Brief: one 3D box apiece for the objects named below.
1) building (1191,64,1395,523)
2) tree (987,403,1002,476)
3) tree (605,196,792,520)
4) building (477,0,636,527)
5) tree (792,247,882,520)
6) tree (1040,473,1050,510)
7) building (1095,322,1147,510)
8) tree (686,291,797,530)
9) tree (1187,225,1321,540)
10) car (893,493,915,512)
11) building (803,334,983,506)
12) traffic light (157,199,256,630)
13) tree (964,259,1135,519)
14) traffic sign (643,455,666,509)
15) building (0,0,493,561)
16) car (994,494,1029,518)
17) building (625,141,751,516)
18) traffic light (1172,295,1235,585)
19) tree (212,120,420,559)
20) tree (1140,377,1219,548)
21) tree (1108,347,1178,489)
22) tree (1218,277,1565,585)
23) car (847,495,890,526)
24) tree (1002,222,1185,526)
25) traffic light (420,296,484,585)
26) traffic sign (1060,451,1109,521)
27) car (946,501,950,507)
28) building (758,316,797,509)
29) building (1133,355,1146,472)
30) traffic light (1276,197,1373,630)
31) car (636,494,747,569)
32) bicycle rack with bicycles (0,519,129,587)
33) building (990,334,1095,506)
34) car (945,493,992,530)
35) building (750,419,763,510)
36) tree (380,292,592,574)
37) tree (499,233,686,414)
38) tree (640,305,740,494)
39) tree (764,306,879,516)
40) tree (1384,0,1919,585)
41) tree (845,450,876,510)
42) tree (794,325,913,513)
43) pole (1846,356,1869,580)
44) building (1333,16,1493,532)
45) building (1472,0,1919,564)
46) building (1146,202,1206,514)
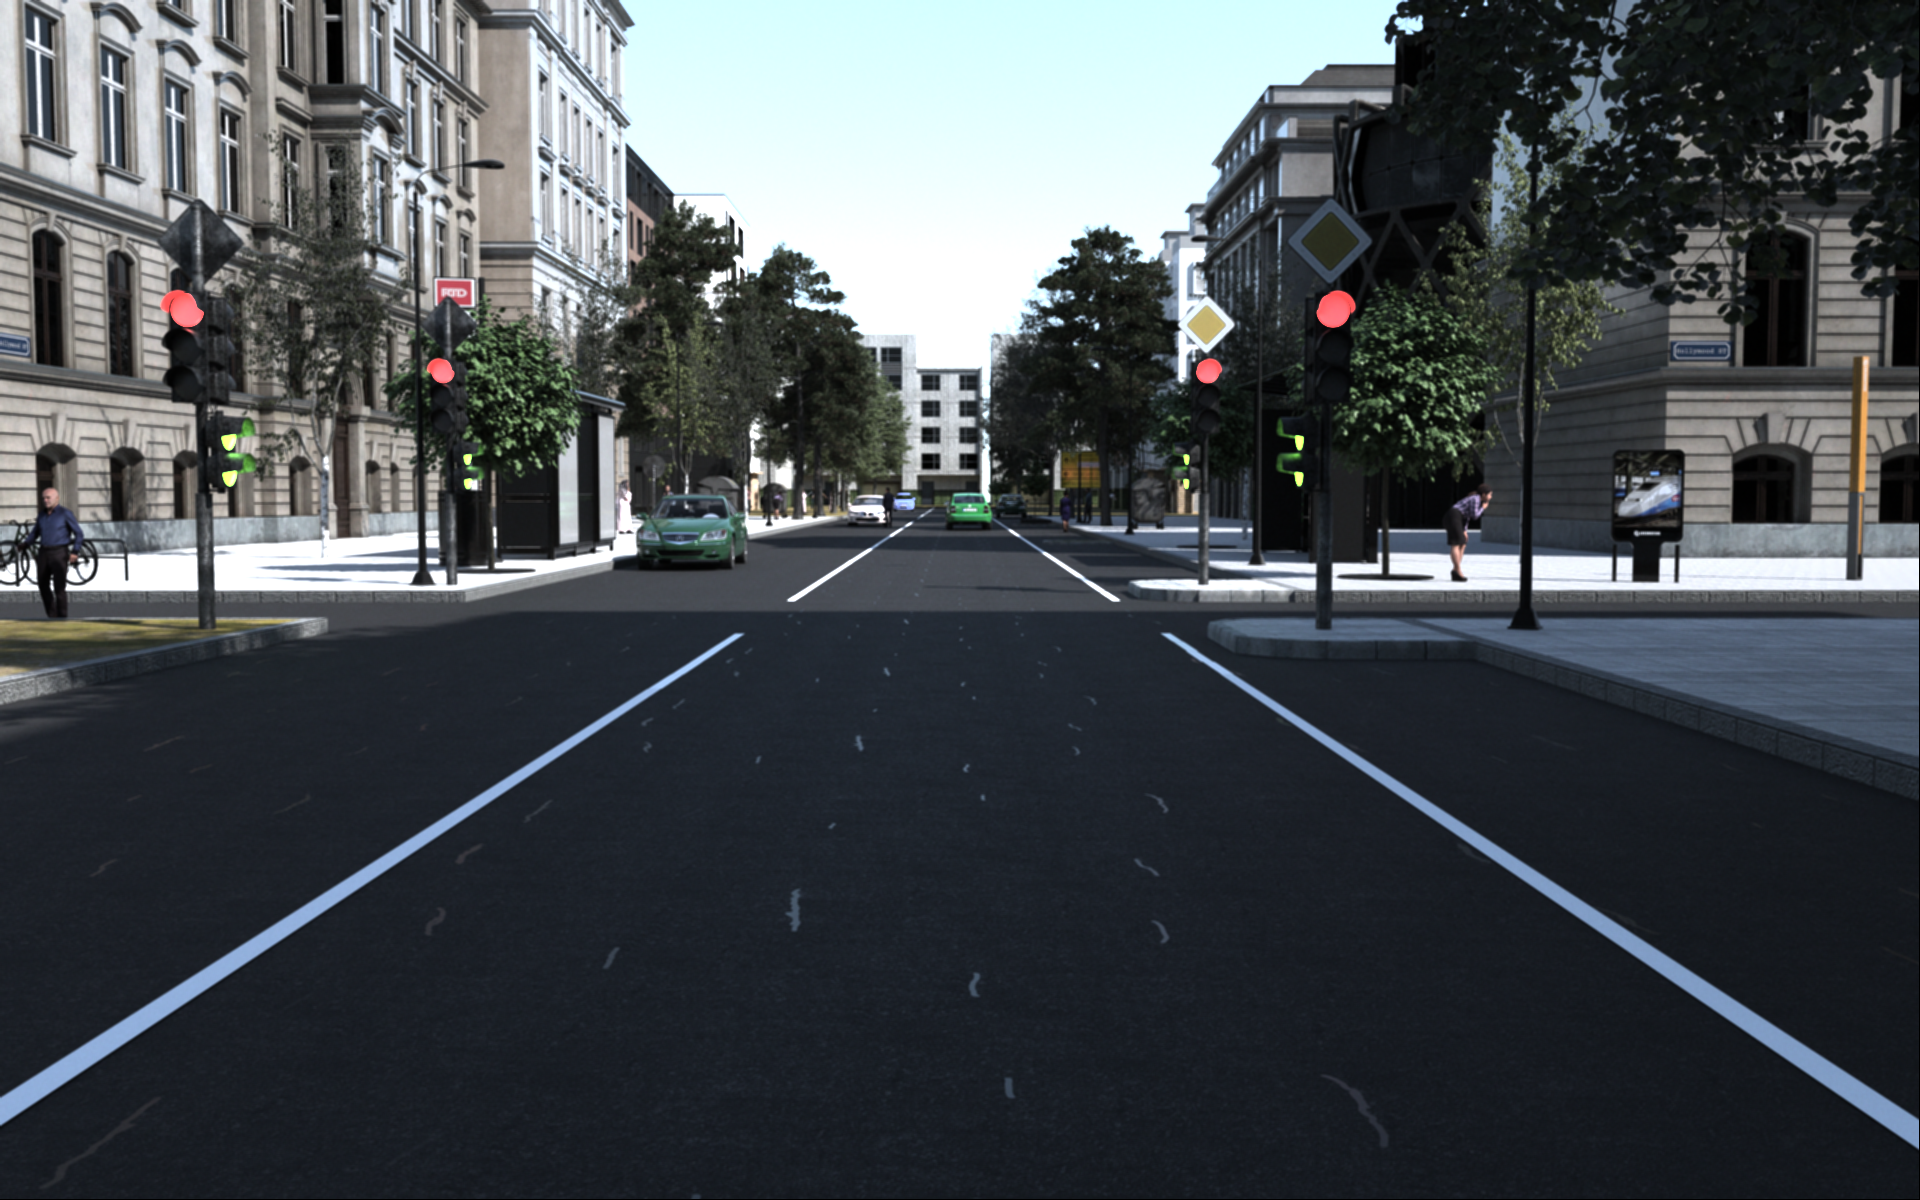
[{"bbox_3d":[19.929,-15.038,87.677,13.314,21.916,24.055,0,4,0],"label":"building"},{"bbox_3d":[5.924,-15.495,175.396,6.751,12.117,7.091,0,3,0],"label":"tree"},{"bbox_3d":[-11.581,-10.237,74.793,7.806,13.903,7.818,0,3,0],"label":"tree"},{"bbox_3d":[-22.635,-17.748,76.086,13.634,28.700,20.117,0,4,0],"label":"building"},{"bbox_3d":[-7.955,-10.933,86.178,7.806,13.903,7.818,0,3,0],"label":"tree"},{"bbox_3d":[6.510,-8.748,137.625,1.663,3.219,1.824,0,3,0],"label":"tree"},{"bbox_3d":[21.749,-17.423,151.318,16.747,18.905,31.486,0,4,0],"label":"building"},{"bbox_3d":[-7.955,-6.838,62.164,4.360,8.622,3.978,0,3,0],"label":"tree"},{"bbox_3d":[8.182,-6.002,48.491,4.360,8.622,3.978,0,3,0],"label":"tree"},{"bbox_3d":[-4.645,-8.185,143.415,1.945,1.707,3.694,0,4,-1],"label":"car"},{"bbox_3d":[-13.202,-20.375,199.582,31.486,18.905,16.747,0,4,0],"label":"building"},{"bbox_3d":[-7.123,-1.656,16.313,0.839,4.213,0.868,0,4,0],"label":"traffic light"},{"bbox_3d":[5.788,-11.038,90.837,12.009,13.543,11.850,0,3,0],"label":"tree"},{"bbox_3d":[-9.942,-3.435,56.263,0.768,2.556,0.104,1,4,8],"label":"traffic sign"},{"bbox_3d":[-23.226,-14.047,48.749,14.460,24.649,34.723,0,4,0],"label":"building"},{"bbox_3d":[3.081,-5.625,103.761,2.131,1.459,4.920,0,4,1],"label":"car"},{"bbox_3d":[-29.926,-16.635,115.950,27.936,21.610,32.646,0,4,0],"label":"building"},{"bbox_3d":[3.418,-2.147,24.340,0.839,4.213,0.868,0,4,0],"label":"traffic light"},{"bbox_3d":[-12.751,-5.145,34.479,4.360,8.622,3.978,0,3,0],"label":"tree"},{"bbox_3d":[5.850,-3.536,41.527,4.285,4.588,4.351,0,3,0],"label":"tree"},{"bbox_3d":[7.901,-7.841,78.570,4.737,8.622,4.395,0,3,0],"label":"tree"},{"bbox_3d":[6.590,-2.608,26.362,4.285,4.588,4.351,0,3,0],"label":"tree"},{"bbox_3d":[-4.118,-4.096,79.336,2.083,1.381,4.827,0,3,0],"label":"car"},{"bbox_3d":[5.725,-8.969,68.695,6.751,12.117,7.091,0,3,0],"label":"tree"},{"bbox_3d":[-7.143,-2.144,24.298,0.839,4.213,0.868,0,4,0],"label":"traffic light"},{"bbox_3d":[5.839,-5.335,81.106,2.265,3.308,0.079,0,4,8],"label":"traffic sign"},{"bbox_3d":[0.150,-5.819,107.496,2.083,1.381,4.827,0,4,0],"label":"car"},{"bbox_3d":[-31.845,-17.913,159.339,31.486,18.905,16.747,0,4,0],"label":"building"},{"bbox_3d":[21.231,-16.716,129.734,16.016,20.091,11.380,0,4,0],"label":"building"},{"bbox_3d":[3.438,-1.658,16.355,0.839,4.213,0.868,0,4,0],"label":"traffic light"},{"bbox_3d":[-5.283,-1.387,34.481,2.131,1.459,4.920,0,4,-2],"label":"car"},{"bbox_3d":[-13.370,-0.705,24.907,2.925,0.926,2.852,2,4,26],"label":"bicycle rack with bicycles"},{"bbox_3d":[19.343,-20.370,199.506,31.486,18.905,16.747,0,4,0],"label":"building"},{"bbox_3d":[0.322,-3.742,69.974,1.959,1.807,4.718,0,4,-2],"label":"car"},{"bbox_3d":[-24.101,-17.231,138.151,16.016,20.091,11.380,0,4,0],"label":"building"},{"bbox_3d":[-7.764,-2.738,28.484,4.285,4.588,4.351,0,3,0],"label":"tree"},{"bbox_3d":[-10.351,-5.983,48.187,4.360,8.622,3.978,0,3,0],"label":"tree"},{"bbox_3d":[-10.786,-7.210,68.251,4.737,8.622,4.395,0,3,0],"label":"tree"},{"bbox_3d":[-8.117,-10.834,99.189,6.751,12.117,7.091,0,3,0],"label":"tree"},{"bbox_3d":[5.975,-6.208,8.164,9.857,13.997,8.962,0,3,0],"label":"tree"},{"bbox_3d":[-8.919,-11.699,141.639,4.360,8.622,3.978,0,3,0],"label":"tree"},{"bbox_3d":[-8.215,-12.059,115.291,7.486,12.596,7.792,0,3,0],"label":"tree"},{"bbox_3d":[13.358,-1.953,25.767,0.158,3.312,0.155,0,3,0],"label":"pole"},{"bbox_3d":[22.781,-12.228,67.385,16.820,18.784,16.811,0,4,0],"label":"building"},{"bbox_3d":[30.960,-13.457,39.113,34.723,24.649,14.460,0,4,0],"label":"building"},{"bbox_3d":[21.538,-16.003,118.076,16.016,20.091,11.380,0,4,0],"label":"building"}]
